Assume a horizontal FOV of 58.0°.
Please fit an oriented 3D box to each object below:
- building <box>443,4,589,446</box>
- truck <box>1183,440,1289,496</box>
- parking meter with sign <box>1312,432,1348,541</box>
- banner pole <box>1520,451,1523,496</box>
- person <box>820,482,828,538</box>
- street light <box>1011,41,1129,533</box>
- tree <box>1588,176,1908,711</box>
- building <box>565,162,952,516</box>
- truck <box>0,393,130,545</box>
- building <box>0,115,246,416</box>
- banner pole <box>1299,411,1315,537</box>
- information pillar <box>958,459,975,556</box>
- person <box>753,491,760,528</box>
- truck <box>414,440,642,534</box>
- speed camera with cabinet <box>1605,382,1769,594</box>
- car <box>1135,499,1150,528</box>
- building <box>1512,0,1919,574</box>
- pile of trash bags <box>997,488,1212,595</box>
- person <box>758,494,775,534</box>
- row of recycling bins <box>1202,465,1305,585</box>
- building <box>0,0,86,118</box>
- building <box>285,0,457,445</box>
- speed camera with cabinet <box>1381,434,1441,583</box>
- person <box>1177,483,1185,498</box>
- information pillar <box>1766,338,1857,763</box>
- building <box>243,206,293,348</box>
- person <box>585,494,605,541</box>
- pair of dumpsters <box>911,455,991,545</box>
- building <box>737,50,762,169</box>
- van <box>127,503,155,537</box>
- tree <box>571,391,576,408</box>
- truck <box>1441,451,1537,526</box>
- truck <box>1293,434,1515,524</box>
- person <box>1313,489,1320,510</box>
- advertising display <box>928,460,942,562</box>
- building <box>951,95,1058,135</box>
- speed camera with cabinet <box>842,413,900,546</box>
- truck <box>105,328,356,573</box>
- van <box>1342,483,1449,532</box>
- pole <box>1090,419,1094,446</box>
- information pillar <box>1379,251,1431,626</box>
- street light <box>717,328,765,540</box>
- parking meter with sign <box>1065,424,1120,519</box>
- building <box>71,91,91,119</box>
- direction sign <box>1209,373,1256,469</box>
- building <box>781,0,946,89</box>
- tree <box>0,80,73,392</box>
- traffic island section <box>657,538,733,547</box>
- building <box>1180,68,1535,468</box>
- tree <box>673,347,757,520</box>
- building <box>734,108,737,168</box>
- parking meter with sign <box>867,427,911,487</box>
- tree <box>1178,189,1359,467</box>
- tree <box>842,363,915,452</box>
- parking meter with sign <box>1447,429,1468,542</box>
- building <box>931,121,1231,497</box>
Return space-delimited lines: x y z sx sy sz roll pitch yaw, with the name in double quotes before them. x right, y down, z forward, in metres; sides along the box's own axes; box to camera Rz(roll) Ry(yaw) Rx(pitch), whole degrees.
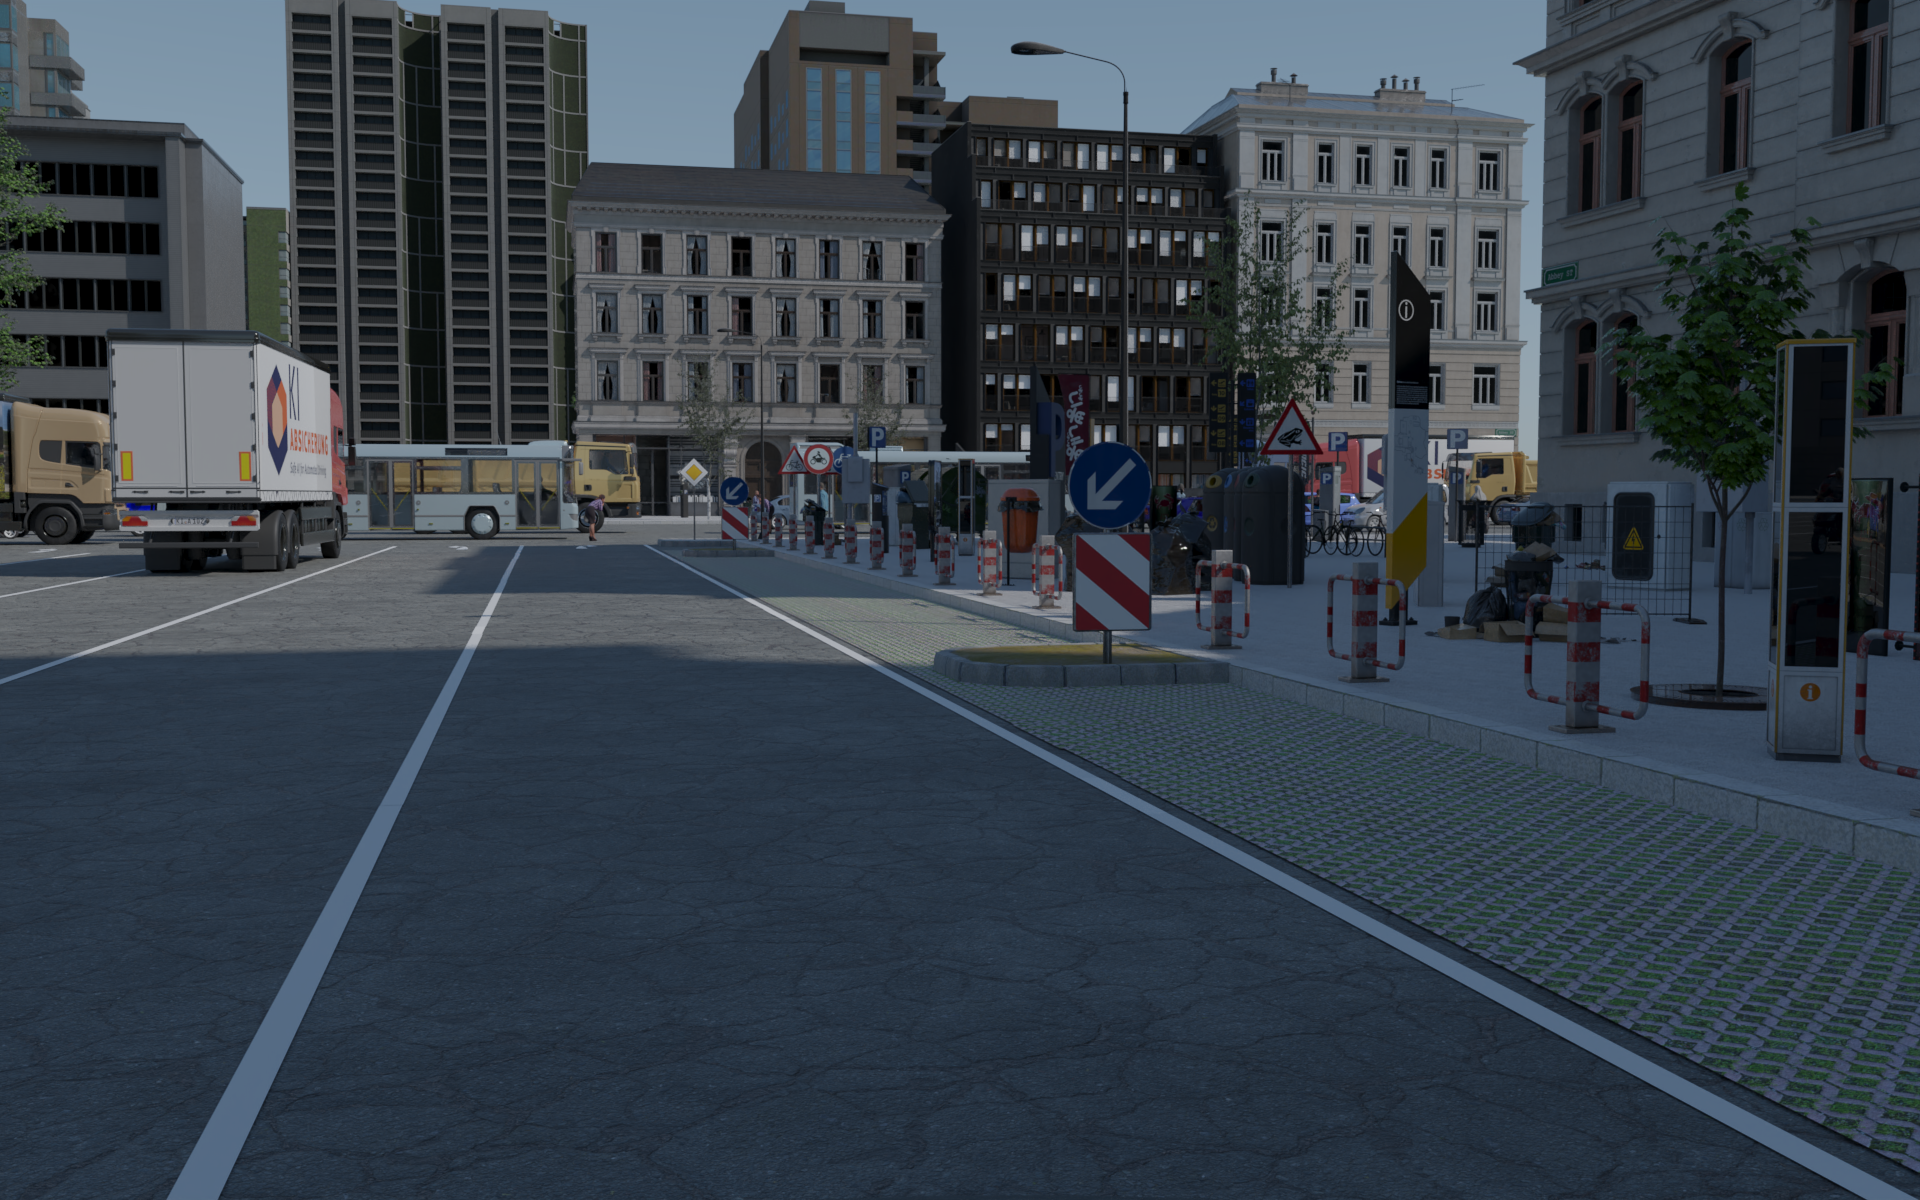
"building" -65.777 -50.189 258.844 20.611 71.187 20.563 -1 4 -13
"truck" 8.661 -5.838 85.217 18.799 4.110 2.967 -1 4 -13
"parking meter with sign" 10.208 -3.158 47.898 0.543 3.016 1.738 2 4 28
"banner pole" 32.437 -6.763 100.591 0.863 3.779 0.401 -2 4 -31
"person" -4.123 -2.674 52.556 0.444 1.785 0.601 1 4 20
"street light" 1.199 -2.785 18.072 1.470 5.913 1.316 -1 4 -13
"tree" 4.841 -0.979 10.604 1.663 3.219 1.824 0 3 0
"building" -21.375 -15.383 102.424 40.483 20.767 10.553 -1 4 -13
"truck" -28.947 -3.660 48.749 11.283 4.237 2.839 -1 4 -14
"building" -56.199 -16.856 94.663 30.058 24.678 14.314 -1 4 -13
"banner pole" 10.464 -3.802 52.185 0.401 3.779 0.863 -2 4 -29
"information pillar" 0.138 -1.923 35.929 0.304 2.012 0.304 1 4 11
"person" -8.675 -3.879 73.991 0.319 1.574 0.516 1 4 14
"truck" -15.829 -4.131 63.464 9.791 3.379 3.469 -1 4 -14
"speed camera with cabinet" 9.532 -1.739 22.766 0.660 3.252 2.038 -2 4 -32
"car" 7.841 -3.705 73.160 1.945 1.354 3.894 -1 4 -14
"building" 21.280 -14.736 28.317 14.401 28.519 23.554 -1 4 -13
"pile of trash bags" 1.894 -0.841 23.509 3.447 1.369 1.912 3 5 41
"person" -6.940 -3.075 62.009 0.697 1.427 0.421 -3 5 -45
"row of recycling bins" 4.417 -1.159 26.060 1.069 1.692 3.534 0 4 -4
"building" -99.747 -33.246 163.182 30.456 49.044 23.786 -1 4 -13
"building" -85.998 -49.882 253.815 20.611 71.187 20.563 -1 4 -13
"speed camera with cabinet" 6.735 -1.927 25.848 0.660 3.252 2.038 0 4 6
"person" 7.345 -3.070 58.967 0.793 1.790 0.793 -1 4 -13
"information pillar" 4.105 -0.237 8.370 0.304 2.012 0.304 1 4 17
"building" -102.102 -34.488 247.473 14.086 41.232 14.154 -1 4 -13
"person" -11.081 -2.501 52.630 0.421 1.427 0.697 3 5 43
"pair of dumpsters" -0.399 -2.635 45.582 1.574 2.255 4.437 -1 4 -13
"building" -13.880 -32.033 173.845 14.600 45.320 14.200 -1 4 -13
"van" -25.976 -3.357 59.273 5.245 2.365 2.240 -1 4 -13
"tree" -29.311 -13.684 149.485 9.928 11.665 9.643 0 3 0
"truck" 26.471 -5.155 80.207 9.791 3.379 3.469 -1 4 -13
"truck" 20.691 -5.722 82.474 11.283 4.237 2.839 -1 4 -14
"person" 11.676 -2.796 56.079 0.662 1.594 0.647 -2 4 -34
"advertising display" -0.475 -1.704 33.067 0.123 1.923 0.974 0 4 8
"building" 1.895 -33.132 191.820 14.200 45.320 14.600 -1 4 -13
"speed camera with cabinet" -1.870 -2.955 42.658 2.038 3.252 0.660 0 4 0
"truck" -14.315 -2.818 34.980 2.839 4.237 11.283 -1 4 -12
"van" 16.636 -3.613 66.079 4.112 2.044 2.013 -1 4 -14
"pole" 3.532 -3.247 46.932 0.158 3.312 0.155 0 3 0
"information pillar" 4.365 -1.563 16.906 0.504 3.616 0.183 -2 4 -31
"street light" -6.107 -4.659 48.710 1.470 5.913 1.316 -1 4 -13
"parking meter with sign" 3.220 -2.885 43.426 1.738 3.016 0.543 1 4 20
"building" -137.433 -42.883 243.138 28.212 58.520 21.231 -1 4 -13
"direction sign" 5.086 -2.471 32.403 0.876 3.537 0.379 0 4 -4
"building" -9.795 -31.201 160.245 14.600 45.320 14.200 -1 4 -13
"tree" -24.900 -6.849 40.197 9.928 11.665 9.643 0 3 0
"traffic island section" -7.414 -1.605 48.526 2.009 0.180 2.903 -1 4 -13
"building" 24.702 -20.018 113.200 20.117 28.700 13.634 -1 4 -13
"tree" -12.471 -8.330 86.558 4.360 8.622 3.978 0 3 0
"building" -16.707 -32.883 187.743 14.600 45.320 14.200 -1 4 -13
"parking meter with sign" -1.619 -2.936 44.259 0.543 3.016 1.738 -3 5 -41
"tree" 7.554 -5.656 42.845 4.737 8.622 4.395 0 3 0
"tree" -4.694 -8.955 96.776 4.360 8.622 3.978 0 3 0
"parking meter with sign" 13.519 -3.104 47.004 0.543 3.016 1.738 1 4 19
"building" 7.250 -17.088 109.061 15.834 23.373 12.332 -1 4 -13
